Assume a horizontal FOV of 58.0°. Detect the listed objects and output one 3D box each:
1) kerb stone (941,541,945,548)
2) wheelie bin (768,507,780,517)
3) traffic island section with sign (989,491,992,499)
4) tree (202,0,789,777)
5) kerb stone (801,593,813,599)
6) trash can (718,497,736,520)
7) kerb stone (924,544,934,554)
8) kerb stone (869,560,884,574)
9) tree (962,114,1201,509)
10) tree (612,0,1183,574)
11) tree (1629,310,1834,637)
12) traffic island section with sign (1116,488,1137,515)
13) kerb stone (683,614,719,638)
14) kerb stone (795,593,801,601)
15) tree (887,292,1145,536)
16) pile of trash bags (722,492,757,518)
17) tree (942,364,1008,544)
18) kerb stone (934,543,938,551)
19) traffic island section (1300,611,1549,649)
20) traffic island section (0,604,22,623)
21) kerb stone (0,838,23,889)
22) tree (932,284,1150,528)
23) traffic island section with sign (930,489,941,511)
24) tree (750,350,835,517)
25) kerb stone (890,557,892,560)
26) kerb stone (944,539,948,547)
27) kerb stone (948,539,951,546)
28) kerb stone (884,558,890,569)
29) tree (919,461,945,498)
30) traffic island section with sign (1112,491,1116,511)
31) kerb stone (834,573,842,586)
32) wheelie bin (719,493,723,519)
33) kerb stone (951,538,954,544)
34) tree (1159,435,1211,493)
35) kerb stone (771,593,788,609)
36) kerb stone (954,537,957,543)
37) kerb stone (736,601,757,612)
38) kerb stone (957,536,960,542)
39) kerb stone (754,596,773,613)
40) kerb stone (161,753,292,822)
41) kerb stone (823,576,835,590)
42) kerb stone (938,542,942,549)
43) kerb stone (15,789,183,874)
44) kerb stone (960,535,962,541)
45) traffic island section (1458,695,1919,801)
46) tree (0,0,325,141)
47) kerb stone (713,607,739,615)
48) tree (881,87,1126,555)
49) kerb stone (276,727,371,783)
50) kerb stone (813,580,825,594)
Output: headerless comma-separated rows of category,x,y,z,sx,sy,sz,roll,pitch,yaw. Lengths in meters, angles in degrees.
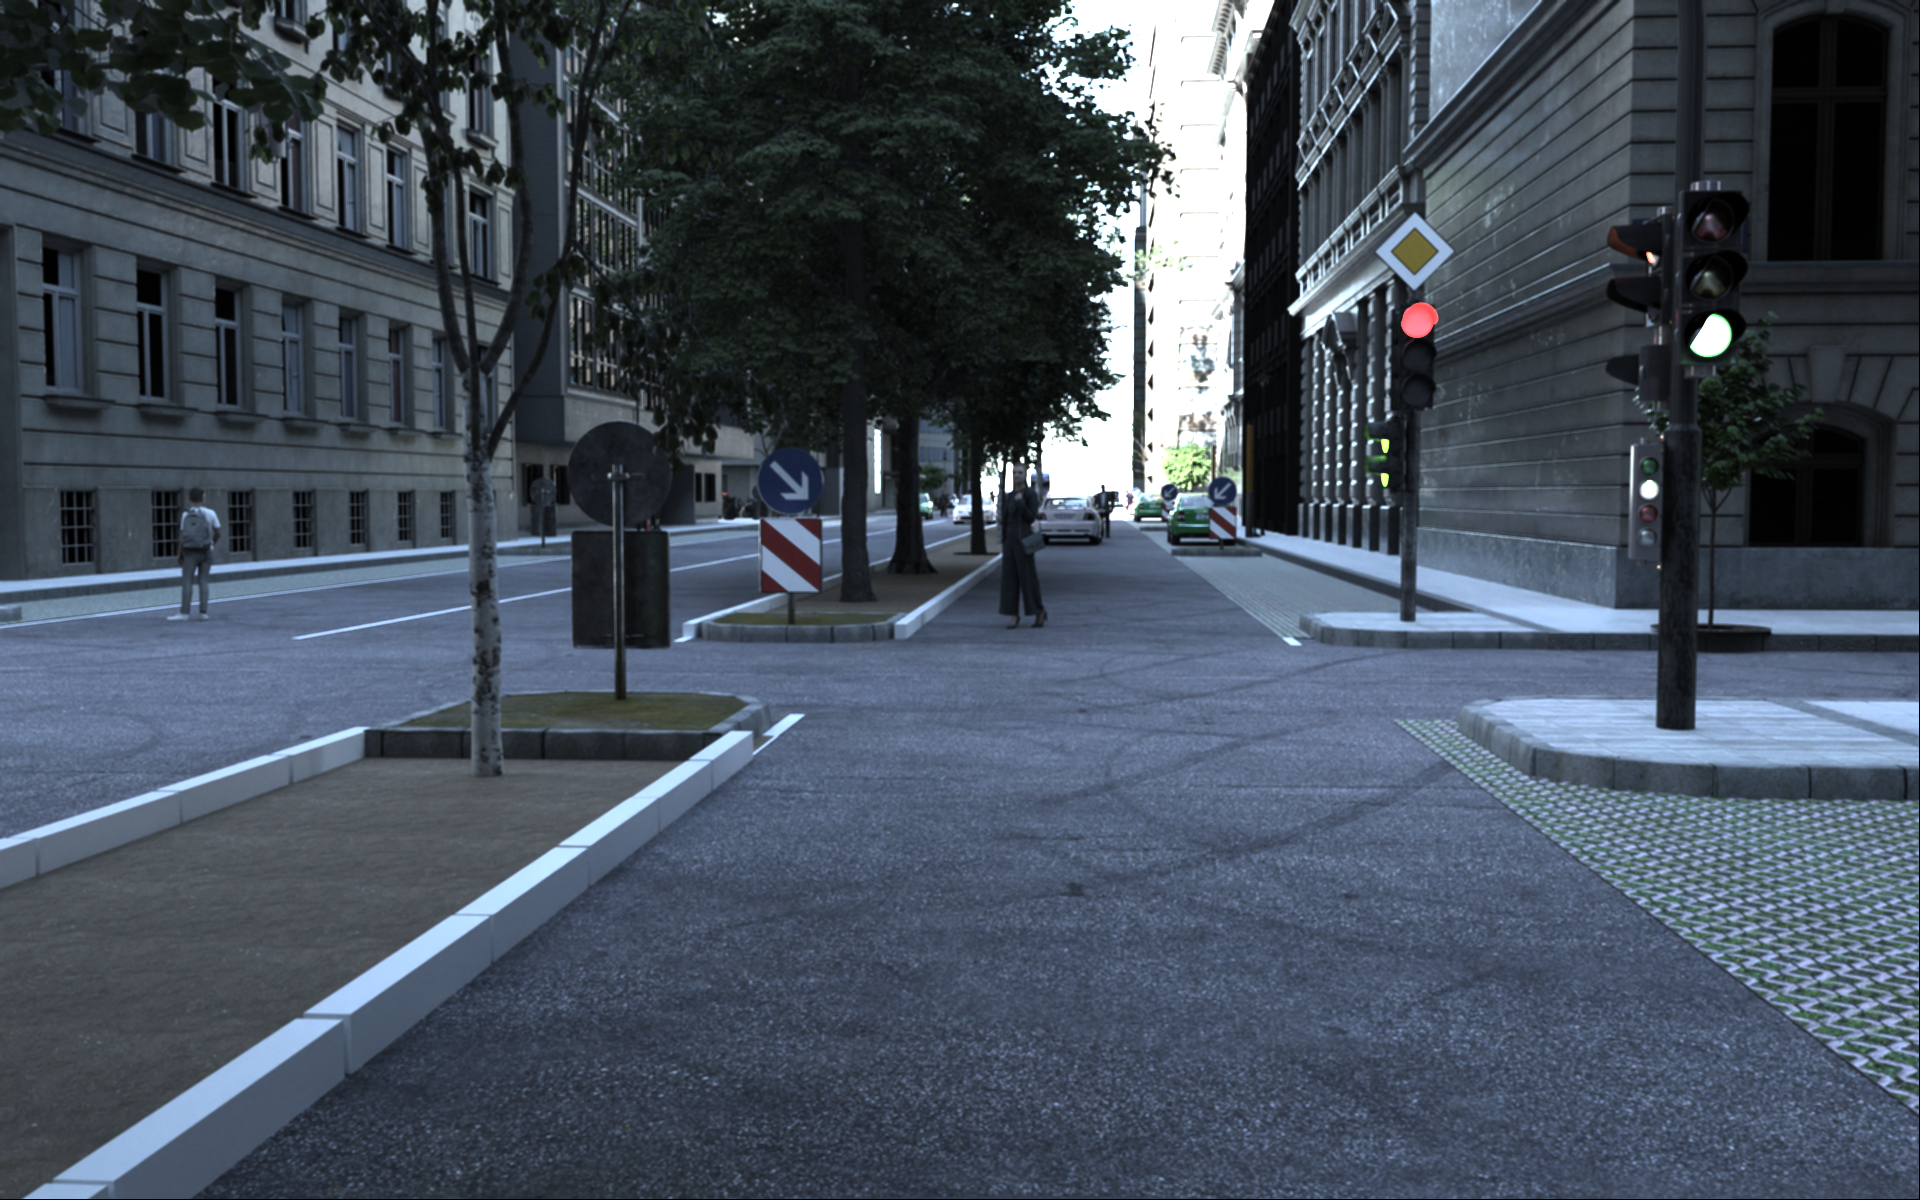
kerb stone,-0.562,-1.416,45.351,0.120,0.150,1.000,0,4,4
wheelie bin,-9.967,-5.102,91.324,0.693,1.594,0.980,2,4,34
traffic island section with sign,4.155,-13.398,227.682,1.989,1.847,2.006,0,4,4
tree,-2.401,-3.393,8.292,4.360,8.622,3.978,0,3,0
kerb stone,-2.196,-0.100,23.834,0.120,0.150,1.000,0,4,4
trash can,-11.412,-4.525,85.631,0.748,1.137,0.748,0,3,0
kerb stone,-0.791,-1.224,42.269,0.120,0.150,1.000,0,4,4
kerb stone,-1.573,-0.601,32.023,0.120,0.150,1.000,0,4,4
tree,5.139,-13.908,85.745,12.611,20.169,13.585,0,3,0
tree,-0.913,-6.806,30.745,9.611,12.733,9.660,0,3,0
tree,7.076,-1.302,15.896,1.663,3.219,1.824,0,3,0
traffic island section with sign,11.706,-6.593,116.423,1.989,1.847,2.006,0,4,4
kerb stone,-2.657,0.277,17.702,0.120,0.150,1.000,0,4,4
kerb stone,-2.271,-0.036,22.815,0.120,0.150,1.000,0,4,4
tree,1.291,-7.253,55.463,8.767,10.594,7.601,0,4,4
pile of trash bags,-11.908,-5.074,92.704,1.912,1.369,3.447,1,4,22
tree,1.097,-5.899,49.262,4.737,8.622,4.395,0,3,0
kerb stone,-0.715,-1.290,43.288,0.120,0.150,1.000,0,4,4
traffic island section,4.545,0.293,17.490,2.009,0.180,2.903,0,4,4
traffic island section,-11.650,0.218,18.715,2.009,0.180,2.903,0,4,4
kerb stone,-3.540,0.993,5.957,0.120,0.150,1.000,0,4,4
tree,2.741,-9.783,72.772,12.009,13.543,11.850,0,3,0
traffic island section with sign,-2.138,-8.315,144.582,1.989,1.847,2.006,0,4,4
tree,-9.718,-9.404,88.174,8.767,10.594,7.601,-3,5,-43
kerb stone,-1.417,-0.720,34.073,0.120,0.150,1.000,0,4,4
kerb stone,-0.489,-1.478,46.370,0.120,0.150,1.000,0,4,4
kerb stone,-0.407,-1.538,47.395,0.120,0.150,1.000,0,4,4
kerb stone,-1.502,-0.661,33.048,0.120,0.150,1.000,0,4,4
tree,-3.031,-11.386,169.869,4.285,4.588,4.351,0,3,0
traffic island section with sign,13.760,-8.261,143.696,1.989,1.847,2.006,0,4,4
kerb stone,-1.958,-0.287,26.908,0.120,0.150,1.000,0,4,4
wheelie bin,-12.594,-4.970,89.175,0.980,1.594,0.693,1,4,10
kerb stone,-0.334,-1.604,48.414,0.120,0.150,1.000,0,4,4
tree,12.726,-6.933,97.070,4.285,4.588,4.351,0,3,0
kerb stone,-2.342,0.024,21.795,0.120,0.150,1.000,0,4,4
kerb stone,-0.255,-1.666,49.433,0.120,0.150,1.000,0,4,4
kerb stone,-2.500,0.150,19.749,0.120,0.150,1.000,0,4,4
kerb stone,-0.169,-1.729,50.468,0.120,0.150,1.000,0,4,4
kerb stone,-2.425,0.087,20.768,0.120,0.150,1.000,0,4,4
kerb stone,-3.388,0.868,7.996,0.120,0.150,1.000,0,4,4
kerb stone,-2.032,-0.226,25.888,0.120,0.150,1.000,0,4,4
kerb stone,-0.640,-1.353,44.314,0.120,0.150,1.000,0,4,4
kerb stone,-3.462,0.933,6.976,0.120,0.150,1.000,0,4,4
kerb stone,-0.100,-1.789,51.488,0.120,0.150,1.000,0,4,4
traffic island section,3.943,0.780,9.528,2.009,0.180,2.903,0,4,4
tree,-2.686,-4.990,2.165,7.486,12.596,7.792,0,3,0
kerb stone,-2.581,0.212,18.726,0.120,0.150,1.000,0,4,4
tree,0.332,-6.872,40.563,9.928,11.665,9.643,0,3,0
kerb stone,-3.303,0.806,9.028,0.120,0.150,1.000,0,4,4
kerb stone,-2.112,-0.158,24.863,0.120,0.150,1.000,0,4,4
